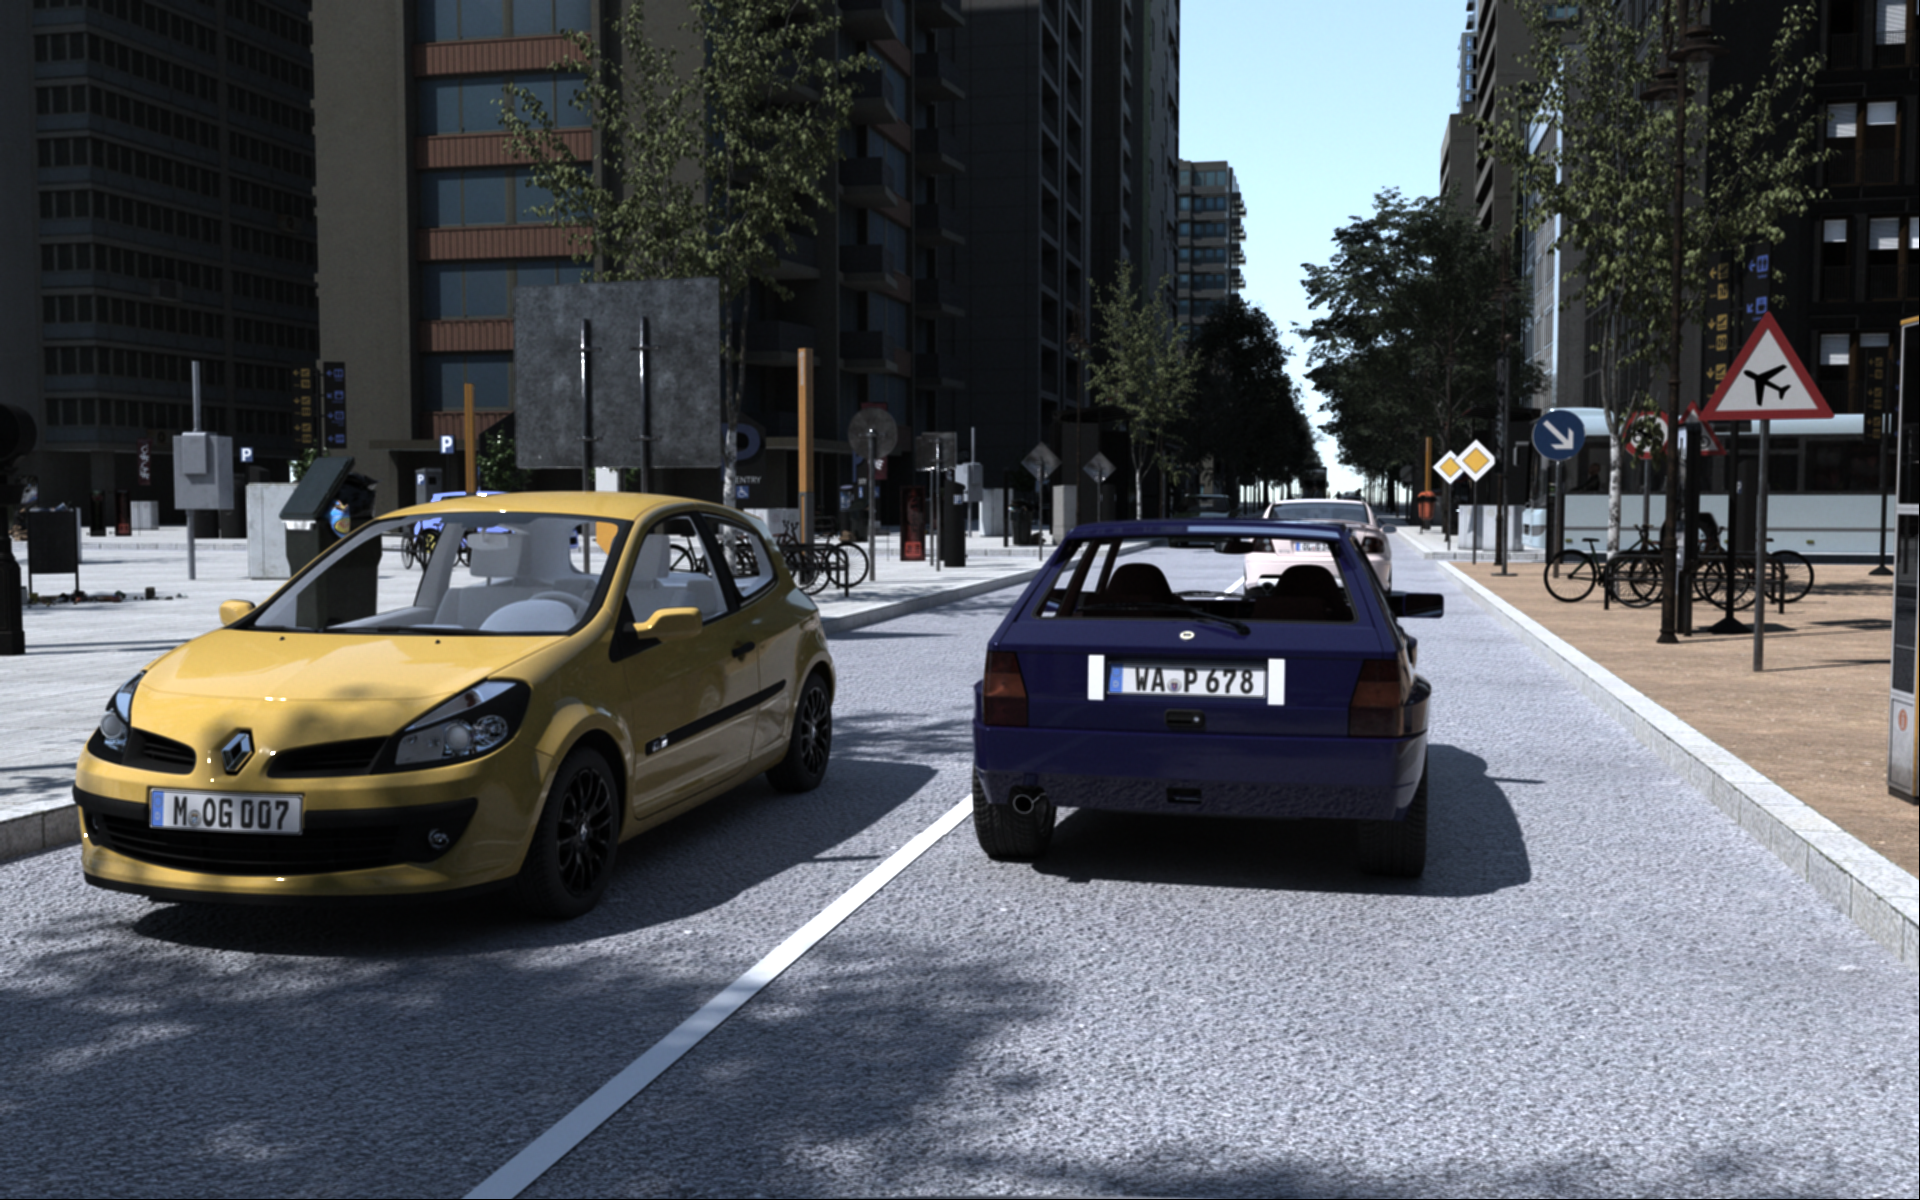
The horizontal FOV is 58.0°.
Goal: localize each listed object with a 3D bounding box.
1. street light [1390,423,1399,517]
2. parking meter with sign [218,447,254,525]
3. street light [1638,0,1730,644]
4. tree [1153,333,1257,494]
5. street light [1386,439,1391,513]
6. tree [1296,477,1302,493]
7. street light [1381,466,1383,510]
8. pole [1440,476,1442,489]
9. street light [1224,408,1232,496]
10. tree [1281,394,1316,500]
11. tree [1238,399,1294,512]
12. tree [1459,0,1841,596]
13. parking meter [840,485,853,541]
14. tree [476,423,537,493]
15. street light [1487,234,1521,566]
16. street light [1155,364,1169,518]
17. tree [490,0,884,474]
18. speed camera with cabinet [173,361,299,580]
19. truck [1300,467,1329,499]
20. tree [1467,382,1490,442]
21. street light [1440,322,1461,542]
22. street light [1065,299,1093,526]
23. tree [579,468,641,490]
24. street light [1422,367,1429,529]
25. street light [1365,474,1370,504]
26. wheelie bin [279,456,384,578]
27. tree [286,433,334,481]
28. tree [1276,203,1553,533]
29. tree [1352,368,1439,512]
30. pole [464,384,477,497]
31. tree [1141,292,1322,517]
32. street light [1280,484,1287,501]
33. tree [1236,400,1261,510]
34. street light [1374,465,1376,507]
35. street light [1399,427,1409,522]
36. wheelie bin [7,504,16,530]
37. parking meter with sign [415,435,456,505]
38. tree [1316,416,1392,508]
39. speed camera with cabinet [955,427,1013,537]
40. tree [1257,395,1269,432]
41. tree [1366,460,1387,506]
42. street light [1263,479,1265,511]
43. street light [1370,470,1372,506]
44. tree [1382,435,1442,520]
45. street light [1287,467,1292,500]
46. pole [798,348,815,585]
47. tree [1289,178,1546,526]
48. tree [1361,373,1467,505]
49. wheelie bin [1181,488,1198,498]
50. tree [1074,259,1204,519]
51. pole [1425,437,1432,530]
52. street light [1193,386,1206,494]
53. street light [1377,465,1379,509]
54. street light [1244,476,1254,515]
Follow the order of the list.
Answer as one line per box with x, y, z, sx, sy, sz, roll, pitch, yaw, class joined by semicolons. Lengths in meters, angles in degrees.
24.264;-7.529;95.887;0.468;5.910;1.993;1;4;13;street light
-26.755;-4.132;63.823;0.543;3.016;1.738;1;4;13;parking meter with sign
6.098;-2.566;14.743;0.468;5.910;1.993;1;4;13;street light
10.548;-7.865;78.948;4.360;8.622;3.978;0;3;0;tree
27.949;-8.520;112.085;0.468;5.910;1.993;1;4;13;street light
49.359;-18.357;250.499;4.360;8.622;3.978;0;3;0;tree
29.721;-9.023;120.314;0.468;5.910;1.993;1;4;13;street light
29.087;-6.776;104.637;0.158;3.312;0.155;0;3;0;pole
14.087;-7.238;91.132;0.468;5.910;1.993;1;4;13;street light
38.181;-17.960;204.017;12.009;13.543;11.850;0;3;0;tree
20.688;-10.394;120.298;4.737;8.622;4.395;0;3;0;tree
8.475;-4.354;21.546;4.737;8.622;4.395;0;3;0;tree
-3.094;-2.379;47.304;0.372;1.533;0.369;0;3;0;parking meter
-12.322;-3.211;47.102;1.663;3.219;1.824;0;3;0;tree
9.684;-3.558;30.963;0.468;5.910;1.993;1;4;13;street light
6.790;-5.232;58.336;0.468;5.910;1.993;1;4;13;street light
-2.873;-4.259;20.005;4.737;8.622;4.395;0;3;0;tree
-10.677;-1.939;26.039;2.038;3.252;0.660;0;4;0;speed camera with cabinet
36.902;-11.699;180.189;2.839;4.237;11.283;1;4;12;truck
32.502;-9.623;107.698;4.360;8.622;3.978;0;3;0;tree
13.195;-4.520;46.695;0.468;5.910;1.993;1;4;13;street light
2.833;-4.189;41.276;0.468;5.910;1.993;1;4;13;street light
-9.434;-3.228;47.386;1.663;3.219;1.824;0;3;0;tree
16.935;-5.521;63.052;0.468;5.910;1.993;1;4;13;street light
48.064;-14.068;202.798;0.468;5.910;1.993;1;4;13;street light
-5.314;-0.415;14.701;0.980;1.594;0.693;3;5;42;wheelie bin
-19.945;-3.589;53.281;1.663;3.219;1.824;0;3;0;tree
15.606;-7.464;56.445;7.601;10.594;8.767;-1;4;-12;tree
31.664;-12.299;126.836;9.928;11.665;9.643;0;3;0;tree
-9.057;-2.338;32.073;0.158;3.312;0.155;0;3;0;pole
15.532;-11.112;98.687;9.611;12.733;9.660;0;3;0;tree
30.565;-11.750;164.897;0.468;5.910;1.993;1;4;13;street light
24.927;-12.787;143.474;8.767;10.594;7.601;1;4;16;tree
37.107;-11.053;153.504;0.468;5.910;1.993;1;4;13;street light
20.548;-6.522;79.421;0.468;5.910;1.993;1;4;13;street light
-33.341;-3.267;61.326;0.980;1.594;0.693;3;5;40;wheelie bin
-15.526;-3.322;50.572;0.543;3.016;1.738;2;4;27;parking meter with sign
39.857;-15.325;160.937;12.009;13.543;11.850;0;3;0;tree
0.727;-3.524;51.957;0.660;3.252;2.038;3;5;43;speed camera with cabinet
12.903;-8.264;85.478;4.360;8.622;3.978;0;3;0;tree
44.536;-14.149;181.703;4.737;8.622;4.395;0;3;0;tree
23.203;-9.750;132.197;0.468;5.910;1.993;1;4;13;street light
40.707;-12.048;169.778;0.468;5.910;1.993;1;4;13;street light
22.850;-6.291;86.572;4.285;4.588;4.351;0;3;0;tree
34.263;-12.754;181.317;0.468;5.910;1.993;1;4;13;street light
-2.159;-1.863;24.311;0.158;3.312;0.155;0;3;0;pole
18.385;-9.971;69.680;9.857;13.997;8.962;0;3;0;tree
26.272;-9.191;100.633;4.360;8.622;3.978;0;3;0;tree
11.123;-4.637;83.723;0.980;1.594;0.693;1;4;12;wheelie bin
5.613;-6.339;54.000;4.737;8.622;4.395;0;3;0;tree
16.759;-4.167;61.978;0.158;3.312;0.155;0;3;0;pole
10.293;-6.226;74.575;0.468;5.910;1.993;1;4;13;street light
33.454;-10.062;137.299;0.468;5.910;1.993;1;4;13;street light
17.746;-8.229;107.337;0.468;5.910;1.993;1;4;13;street light
